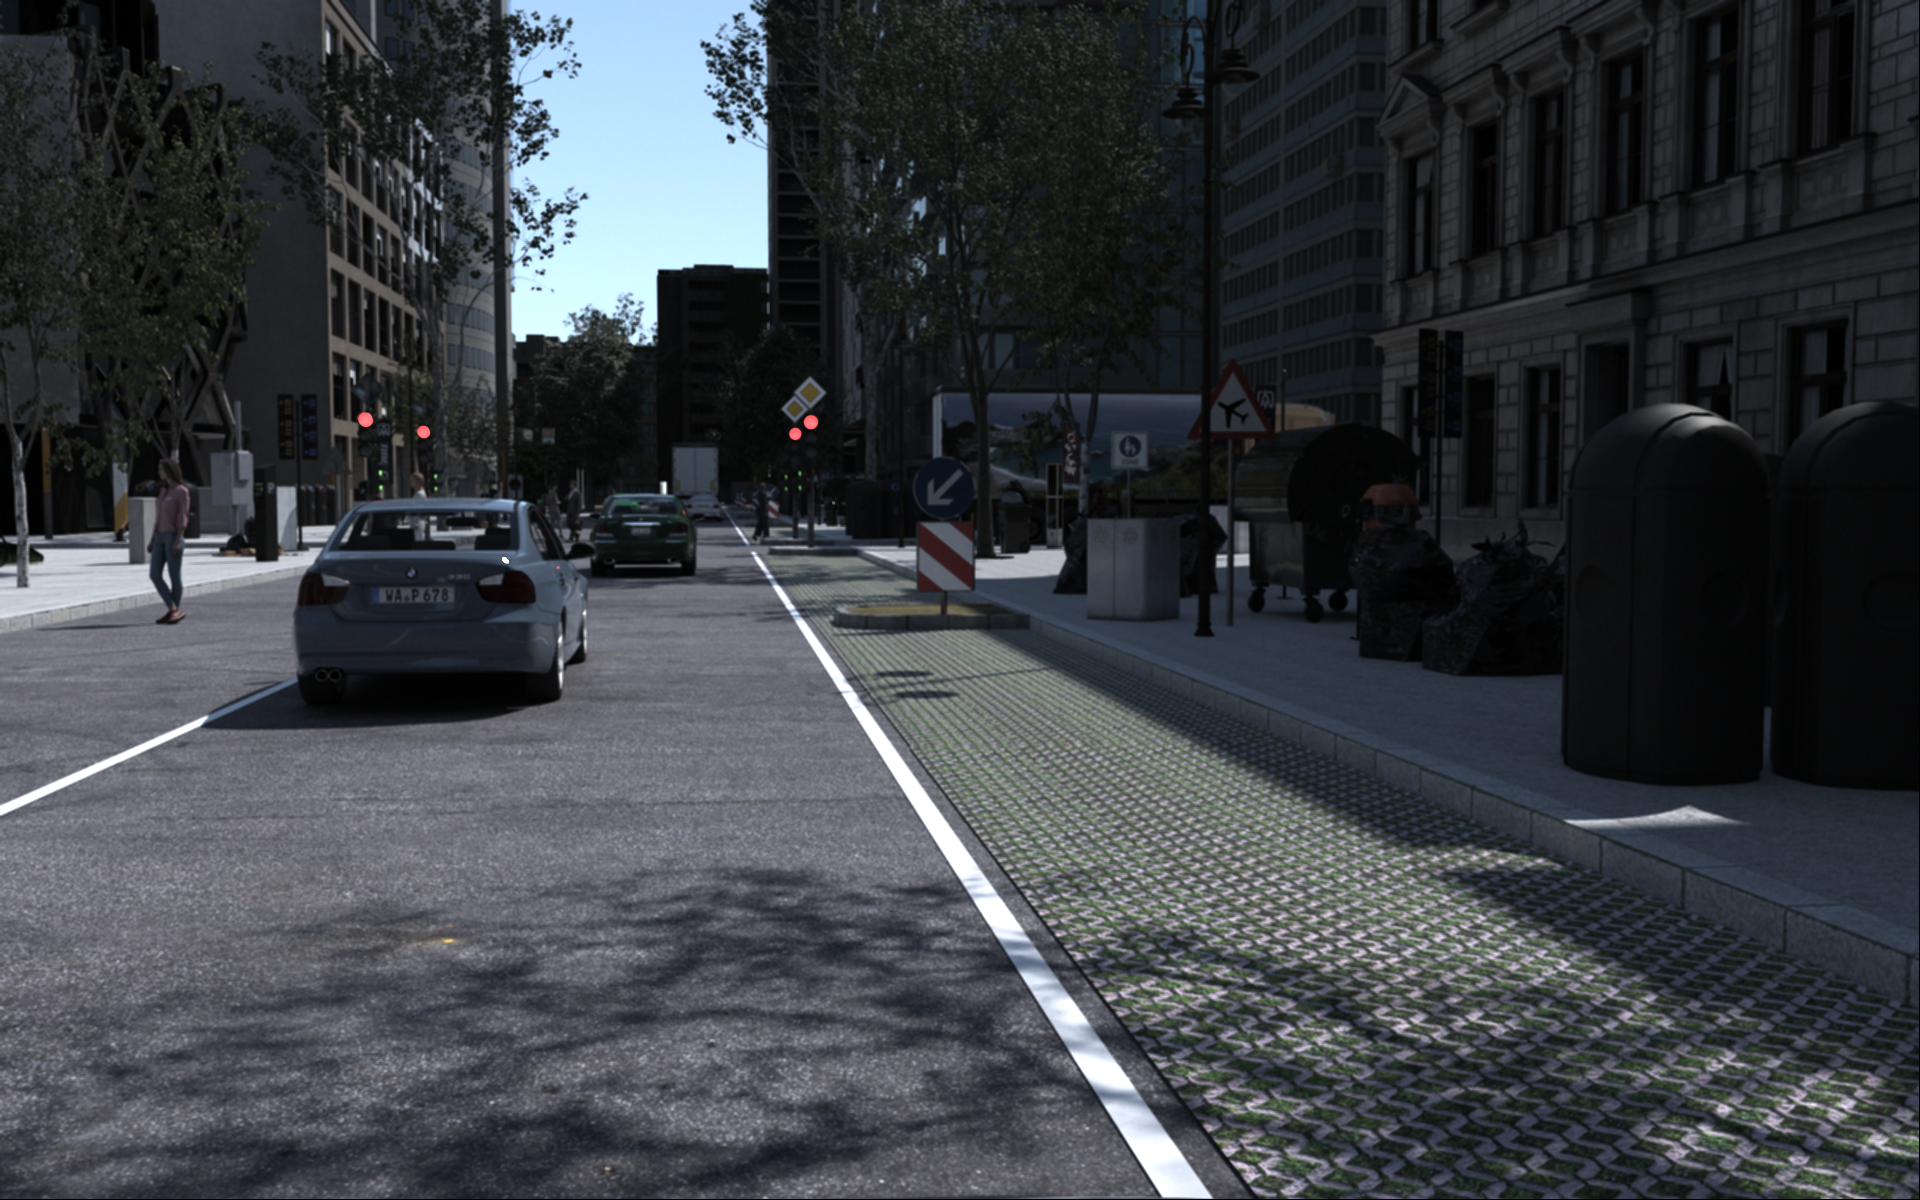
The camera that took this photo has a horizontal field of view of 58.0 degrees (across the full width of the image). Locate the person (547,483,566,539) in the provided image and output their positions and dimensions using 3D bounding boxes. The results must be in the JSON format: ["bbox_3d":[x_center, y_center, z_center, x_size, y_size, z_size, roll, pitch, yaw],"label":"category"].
[{"bbox_3d":[-12.794,-2.815,54.868,0.599,1.781,0.374,3,5,41],"label":"person"}]

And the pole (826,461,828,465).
[{"bbox_3d":[-8.278,-6.948,107.442,0.158,3.312,0.155,0,3,0],"label":"pole"}]

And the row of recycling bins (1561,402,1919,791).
[{"bbox_3d":[4.590,-0.043,7.809,3.534,1.692,1.069,0,4,5],"label":"row of recycling bins"}]

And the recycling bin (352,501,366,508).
[{"bbox_3d":[-20.581,-2.907,60.089,0.722,1.027,0.722,3,5,40],"label":"recycling bin"}]

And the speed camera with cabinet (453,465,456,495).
[{"bbox_3d":[-33.705,-7.453,116.194,0.660,3.252,2.038,-1,4,-14],"label":"speed camera with cabinet"}]

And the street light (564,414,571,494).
[{"bbox_3d":[-22.601,-7.771,99.840,0.468,5.910,1.993,0,4,-8],"label":"street light"}]

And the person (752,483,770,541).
[{"bbox_3d":[-6.035,-2.685,52.821,0.576,1.772,0.534,2,4,32],"label":"person"}]

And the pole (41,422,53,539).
[{"bbox_3d":[-25.879,-3.379,49.092,0.158,3.312,0.155,0,3,0],"label":"pole"}]

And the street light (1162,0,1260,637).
[{"bbox_3d":[2.208,-2.612,15.490,0.468,5.910,1.993,0,4,-8],"label":"street light"}]

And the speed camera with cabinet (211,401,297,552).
[{"bbox_3d":[-15.324,-2.647,37.609,0.660,3.252,2.038,1,4,18],"label":"speed camera with cabinet"}]

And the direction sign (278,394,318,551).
[{"bbox_3d":[-15.013,-2.895,39.333,0.876,3.537,0.379,0,4,0],"label":"direction sign"}]

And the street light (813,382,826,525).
[{"bbox_3d":[-5.814,-6.033,71.431,0.468,5.910,1.993,0,4,-8],"label":"street light"}]

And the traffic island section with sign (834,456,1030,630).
[{"bbox_3d":[-0.373,-0.639,19.078,1.989,1.847,2.006,0,4,-8],"label":"traffic island section with sign"}]

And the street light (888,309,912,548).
[{"bbox_3d":[-1.402,-4.188,41.264,0.468,5.910,1.993,0,4,-8],"label":"street light"}]

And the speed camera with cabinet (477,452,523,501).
[{"bbox_3d":[-21.472,-5.294,80.893,2.038,3.252,0.660,-1,4,-11],"label":"speed camera with cabinet"}]

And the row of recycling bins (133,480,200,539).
[{"bbox_3d":[-23.300,-2.678,50.898,1.069,1.692,3.534,-3,5,-43],"label":"row of recycling bins"}]

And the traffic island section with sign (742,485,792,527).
[{"bbox_3d":[-8.294,-4.049,74.836,1.989,1.847,2.006,0,4,-8],"label":"traffic island section with sign"}]

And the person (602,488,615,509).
[{"bbox_3d":[-9.845,-2.359,48.885,0.330,1.601,0.589,-3,5,-40],"label":"person"}]

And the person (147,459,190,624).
[{"bbox_3d":[-8.779,-0.652,19.175,0.555,1.821,0.388,1,4,20],"label":"person"}]

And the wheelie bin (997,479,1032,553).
[{"bbox_3d":[1.177,-1.818,37.633,0.693,1.594,0.980,-1,4,-12],"label":"wheelie bin"}]

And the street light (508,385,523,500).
[{"bbox_3d":[-18.896,-6.172,73.694,0.468,5.910,1.993,0,4,-8],"label":"street light"}]

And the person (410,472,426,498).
[{"bbox_3d":[-8.710,-1.168,27.953,0.624,1.780,0.694,0,4,-1],"label":"person"}]

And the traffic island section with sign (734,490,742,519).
[{"bbox_3d":[-12.080,-5.682,101.525,1.989,1.847,2.006,0,4,-8],"label":"traffic island section with sign"}]

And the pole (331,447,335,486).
[{"bbox_3d":[-27.011,-4.946,74.708,0.158,3.312,0.155,0,3,0],"label":"pole"}]

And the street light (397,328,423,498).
[{"bbox_3d":[-15.297,-4.619,48.307,0.468,5.910,1.993,0,4,-8],"label":"street light"}]

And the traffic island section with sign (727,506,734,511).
[{"bbox_3d":[-19.019,-8.673,150.434,1.989,1.847,2.006,0,4,-8],"label":"traffic island section with sign"}]

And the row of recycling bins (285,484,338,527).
[{"bbox_3d":[-26.086,-3.817,69.520,1.069,1.692,3.534,0,4,6],"label":"row of recycling bins"}]

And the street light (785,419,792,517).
[{"bbox_3d":[-9.525,-7.605,97.126,0.468,5.910,1.993,0,4,-8],"label":"street light"}]

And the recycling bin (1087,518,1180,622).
[{"bbox_3d":[1.788,-0.322,17.819,0.722,1.027,0.722,3,4,38],"label":"recycling bin"}]

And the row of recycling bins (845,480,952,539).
[{"bbox_3d":[-1.835,-2.642,50.313,1.069,1.692,3.534,3,5,39],"label":"row of recycling bins"}]

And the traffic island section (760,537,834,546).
[{"bbox_3d":[-4.666,-1.655,49.348,2.009,0.180,2.903,0,4,-8],"label":"traffic island section"}]

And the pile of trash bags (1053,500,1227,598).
[{"bbox_3d":[2.806,-0.748,21.987,3.447,1.369,1.912,3,5,44],"label":"pile of trash bags"}]

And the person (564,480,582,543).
[{"bbox_3d":[-11.344,-2.596,50.905,0.622,1.834,0.822,2,4,26],"label":"person"}]

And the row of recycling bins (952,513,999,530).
[{"bbox_3d":[-0.006,-3.341,61.735,3.534,1.692,1.069,-2,4,-23],"label":"row of recycling bins"}]

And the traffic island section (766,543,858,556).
[{"bbox_3d":[-3.544,-1.172,41.442,2.009,0.180,2.903,0,4,-8],"label":"traffic island section"}]

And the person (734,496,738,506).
[{"bbox_3d":[-24.744,-11.237,192.737,0.721,1.766,1.217,2,4,29],"label":"person"}]

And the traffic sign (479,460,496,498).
[{"bbox_3d":[-18.294,-4.076,66.650,0.884,2.594,0.081,0,4,-3],"label":"traffic sign"}]

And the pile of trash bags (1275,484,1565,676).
[{"bbox_3d":[4.013,-0.254,13.900,1.912,1.369,3.447,-1,4,-11],"label":"pile of trash bags"}]

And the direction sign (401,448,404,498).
[{"bbox_3d":[-27.469,-5.708,85.325,0.379,3.537,0.876,-1,4,-12],"label":"direction sign"}]

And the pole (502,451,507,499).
[{"bbox_3d":[-21.533,-5.386,81.898,0.158,3.312,0.155,0,3,0],"label":"pole"}]

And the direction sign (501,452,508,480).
[{"bbox_3d":[-24.789,-6.262,94.382,0.379,3.537,0.876,0,4,6],"label":"direction sign"}]

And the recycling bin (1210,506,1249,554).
[{"bbox_3d":[5.850,-1.518,37.379,0.722,1.027,0.722,3,4,37],"label":"recycling bin"}]

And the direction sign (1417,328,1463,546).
[{"bbox_3d":[6.637,-1.956,23.985,0.876,3.537,0.379,-2,4,-34],"label":"direction sign"}]
